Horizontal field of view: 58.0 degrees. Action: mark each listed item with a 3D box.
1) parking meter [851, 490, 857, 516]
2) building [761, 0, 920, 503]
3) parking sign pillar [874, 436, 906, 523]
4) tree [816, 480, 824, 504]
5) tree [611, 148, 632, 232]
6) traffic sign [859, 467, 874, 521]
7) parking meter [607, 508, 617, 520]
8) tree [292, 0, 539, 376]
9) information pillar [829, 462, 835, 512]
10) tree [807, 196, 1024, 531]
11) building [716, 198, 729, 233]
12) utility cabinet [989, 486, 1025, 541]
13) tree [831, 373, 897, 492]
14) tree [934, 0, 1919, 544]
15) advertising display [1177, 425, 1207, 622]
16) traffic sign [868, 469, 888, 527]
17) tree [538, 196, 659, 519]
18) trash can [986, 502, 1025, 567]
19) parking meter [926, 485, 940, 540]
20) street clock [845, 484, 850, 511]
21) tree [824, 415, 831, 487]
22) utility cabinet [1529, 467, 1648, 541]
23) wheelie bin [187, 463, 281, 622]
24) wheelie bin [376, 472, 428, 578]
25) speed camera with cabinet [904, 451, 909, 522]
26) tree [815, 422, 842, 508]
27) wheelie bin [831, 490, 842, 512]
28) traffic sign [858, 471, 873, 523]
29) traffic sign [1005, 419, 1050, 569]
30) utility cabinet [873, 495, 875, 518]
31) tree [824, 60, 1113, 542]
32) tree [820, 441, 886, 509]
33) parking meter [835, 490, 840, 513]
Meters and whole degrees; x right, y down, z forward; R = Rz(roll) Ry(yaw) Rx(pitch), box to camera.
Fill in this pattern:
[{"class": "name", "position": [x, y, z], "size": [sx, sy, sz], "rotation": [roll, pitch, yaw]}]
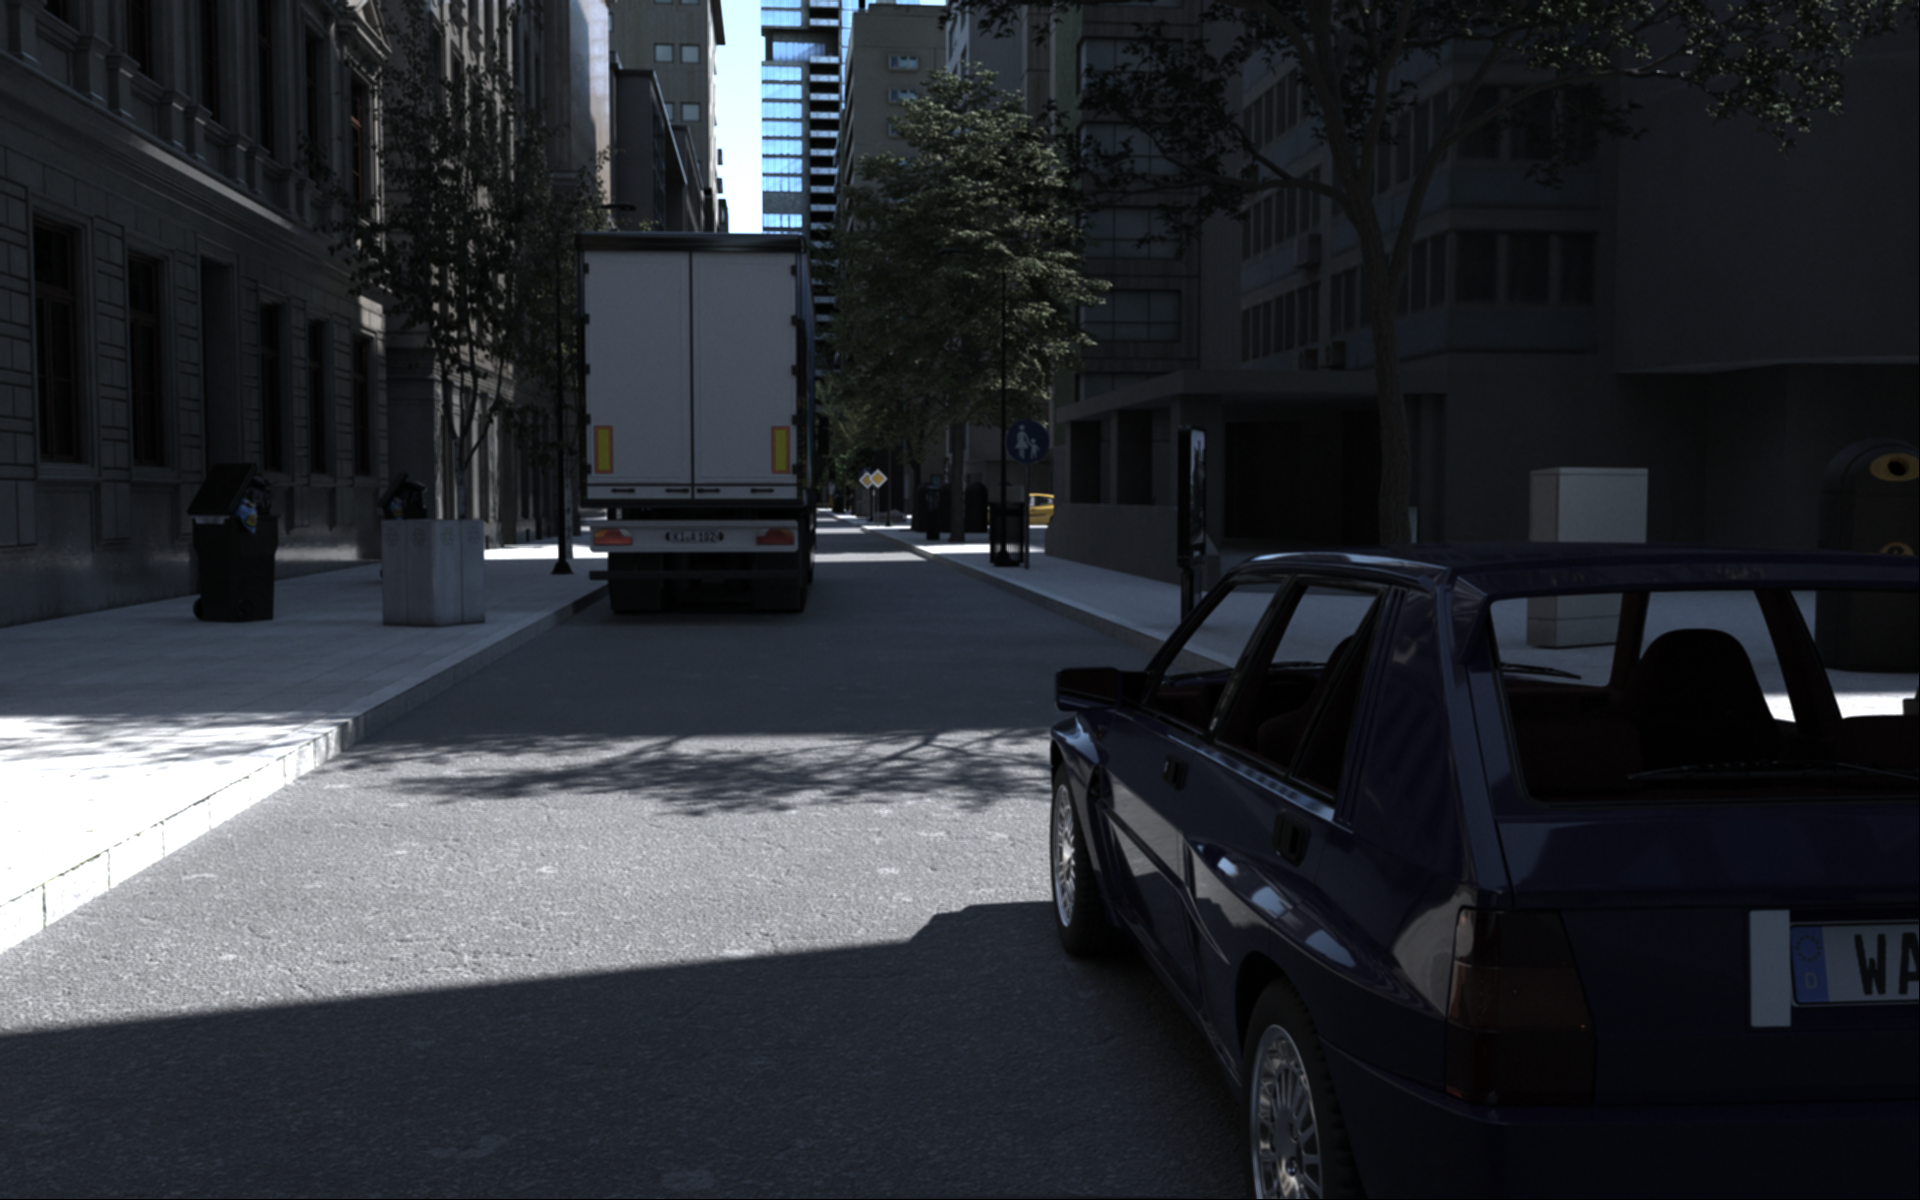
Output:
[{"class": "parking meter", "position": [-6.296, -5.790, 103.084], "size": [0.372, 1.533, 0.369], "rotation": [0, 3, 0]}, {"class": "building", "position": [-16.305, -57.051, 245.447], "size": [31.000, 86.520, 22.319], "rotation": [0, 4, -6]}, {"class": "parking sign pillar", "position": [-3.173, -5.477, 78.027], "size": [1.447, 3.967, 1.447], "rotation": [0, 4, -1]}, {"class": "tree", "position": [-18.590, -14.275, 227.993], "size": [1.663, 3.219, 1.824], "rotation": [0, 3, 0]}, {"class": "tree", "position": [-7.756, -5.113, 33.960], "size": [4.360, 8.622, 3.978], "rotation": [0, 3, 0]}, {"class": "traffic sign", "position": [-4.419, -5.041, 82.527], "size": [0.768, 2.556, 0.104], "rotation": [0, 4, 3]}, {"class": "parking meter", "position": [-10.009, -2.546, 50.033], "size": [0.372, 1.533, 0.369], "rotation": [0, 3, 0]}, {"class": "tree", "position": [-6.894, -4.490, 23.766], "size": [4.360, 8.622, 3.978], "rotation": [0, 3, 0]}, {"class": "information pillar", "position": [-9.194, -8.158, 124.737], "size": [0.504, 3.616, 0.183], "rotation": [1, 4, 21]}, {"class": "tree", "position": [-1.598, -8.195, 59.746], "size": [9.928, 11.665, 9.643], "rotation": [0, 3, 0]}, {"class": "building", "position": [-39.065, -34.084, 240.859], "size": [14.086, 41.232, 14.154], "rotation": [0, 4, -6]}, {"class": "utility cabinet", "position": [1.301, -2.351, 47.112], "size": [0.318, 1.500, 1.173], "rotation": [-3, 5, -44]}, {"class": "tree", "position": [-5.113, -9.243, 101.486], "size": [4.737, 8.622, 4.395], "rotation": [0, 3, 0]}, {"class": "tree", "position": [3.148, -4.762, 12.265], "size": [8.767, 10.594, 7.601], "rotation": [0, 4, -1]}, {"class": "advertising display", "position": [2.222, -0.695, 16.583], "size": [0.123, 1.923, 0.974], "rotation": [1, 4, 17]}, {"class": "traffic sign", "position": [-3.227, -3.943, 68.103], "size": [0.795, 2.450, 0.064], "rotation": [0, 4, -6]}, {"class": "tree", "position": [-8.448, -5.657, 42.852], "size": [4.737, 8.622, 4.395], "rotation": [0, 3, 0]}, {"class": "trash can", "position": [0.835, -1.169, 30.767], "size": [0.748, 1.137, 0.748], "rotation": [0, 3, 0]}, {"class": "parking meter", "position": [-0.752, -2.446, 48.398], "size": [0.372, 1.533, 0.369], "rotation": [0, 3, 0]}, {"class": "street clock", "position": [-8.302, -7.542, 127.886], "size": [0.358, 2.002, 0.471], "rotation": [0, 4, 4]}, {"class": "tree", "position": [-6.595, -9.711, 109.131], "size": [4.737, 8.622, 4.395], "rotation": [0, 3, 0]}, {"class": "utility cabinet", "position": [5.312, -0.367, 14.680], "size": [1.173, 1.500, 0.318], "rotation": [-2, 4, -33]}, {"class": "wheelie bin", "position": [-7.370, -0.593, 17.607], "size": [0.980, 1.594, 0.693], "rotation": [2, 4, 28]}, {"class": "wheelie bin", "position": [-8.105, -1.059, 25.219], "size": [0.693, 1.594, 0.980], "rotation": [-2, 4, -27]}, {"class": "speed camera with cabinet", "position": [-3.029, -5.249, 80.150], "size": [0.660, 3.252, 2.038], "rotation": [-2, 4, -26]}, {"class": "tree", "position": [-13.575, -13.380, 169.132], "size": [4.360, 8.622, 3.978], "rotation": [0, 3, 0]}, {"class": "wheelie bin", "position": [-8.588, -6.969, 121.858], "size": [0.980, 1.594, 0.693], "rotation": [1, 4, 12]}, {"class": "traffic sign", "position": [-4.065, -4.428, 76.044], "size": [0.795, 2.450, 0.064], "rotation": [0, 4, -6]}, {"class": "traffic sign", "position": [1.142, -1.799, 29.517], "size": [0.768, 2.556, 0.104], "rotation": [0, 4, -3]}, {"class": "utility cabinet", "position": [-4.232, -4.573, 85.923], "size": [0.306, 1.237, 1.020], "rotation": [-1, 4, -14]}, {"class": "tree", "position": [0.349, -7.821, 46.006], "size": [7.486, 12.596, 7.792], "rotation": [0, 3, 0]}, {"class": "tree", "position": [-4.643, -6.592, 91.494], "size": [4.285, 4.588, 4.351], "rotation": [0, 3, 0]}, {"class": "parking meter", "position": [-8.207, -6.577, 115.947], "size": [0.372, 1.533, 0.369], "rotation": [0, 3, 0]}]
